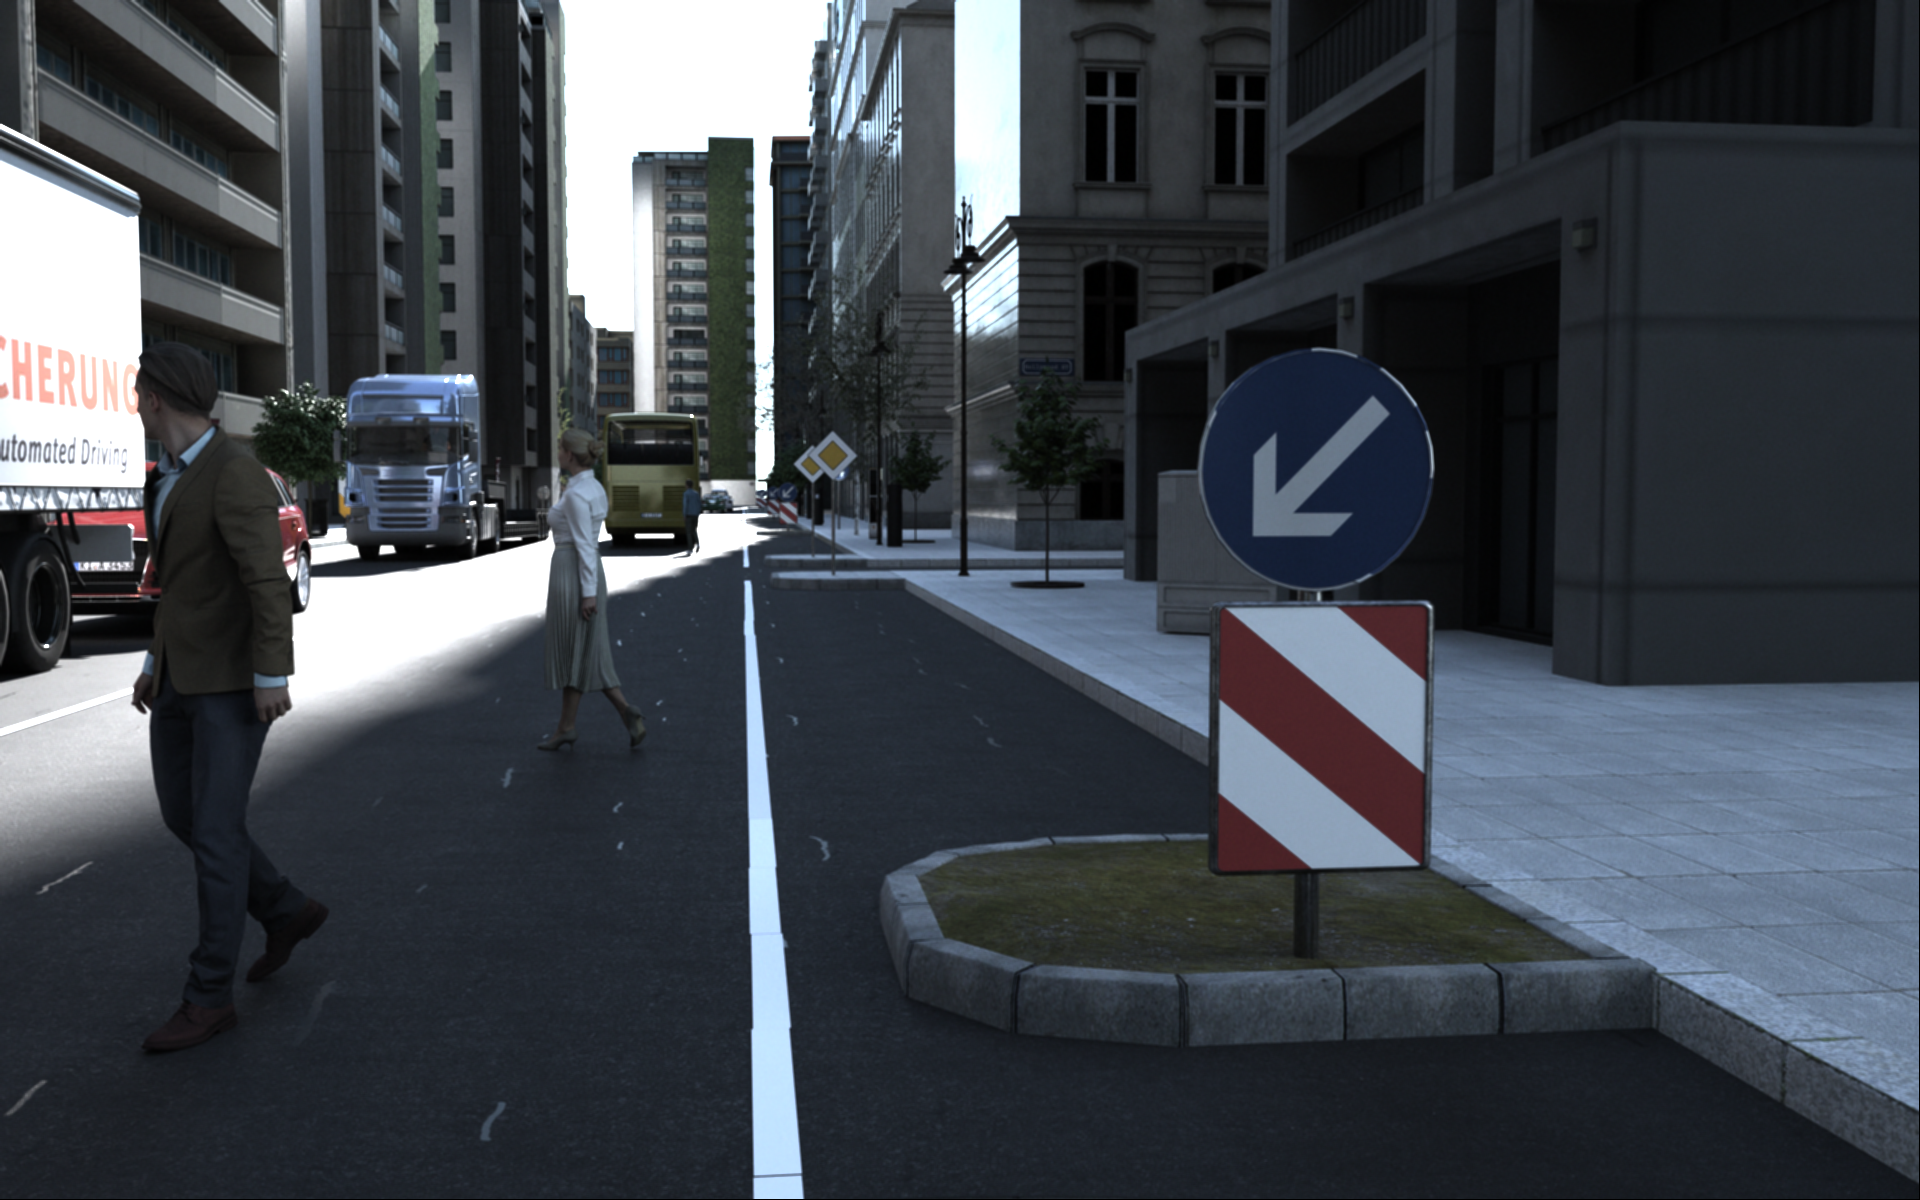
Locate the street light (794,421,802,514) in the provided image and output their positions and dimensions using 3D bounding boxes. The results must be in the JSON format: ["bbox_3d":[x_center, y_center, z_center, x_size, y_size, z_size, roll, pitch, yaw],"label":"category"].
[{"bbox_3d":[-10.234,-8.338,109.117,0.468,5.910,1.993,0,4,-7],"label":"street light"}]

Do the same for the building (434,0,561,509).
[{"bbox_3d":[-30.805,-19.988,98.508,14.160,30.474,14.107,0,4,-7],"label":"building"}]

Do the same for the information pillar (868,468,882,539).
[{"bbox_3d":[-2.414,-2.755,49.541,0.304,2.012,0.304,1,4,22],"label":"information pillar"}]

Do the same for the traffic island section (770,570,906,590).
[{"bbox_3d":[-1.981,-0.313,27.405,2.009,0.180,2.903,0,4,-7],"label":"traffic island section"}]

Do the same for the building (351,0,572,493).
[{"bbox_3d":[-38.917,-27.773,137.680,14.154,41.232,14.086,0,4,-7],"label":"building"}]

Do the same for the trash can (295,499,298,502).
[{"bbox_3d":[-17.791,-2.075,45.585,0.748,1.137,0.748,0,3,0],"label":"trash can"}]

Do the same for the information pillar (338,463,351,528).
[{"bbox_3d":[-23.411,-4.557,65.866,0.183,3.616,0.504,2,4,34],"label":"information pillar"}]

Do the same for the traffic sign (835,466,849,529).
[{"bbox_3d":[-4.396,-3.839,62.877,0.768,2.556,0.104,0,4,-5],"label":"traffic sign"}]

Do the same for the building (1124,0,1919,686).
[{"bbox_3d":[13.880,-35.283,15.136,20.563,71.187,20.611,0,4,-7],"label":"building"}]

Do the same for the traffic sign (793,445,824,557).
[{"bbox_3d":[-2.997,-1.933,35.248,0.795,2.450,0.064,0,4,-7],"label":"traffic sign"}]

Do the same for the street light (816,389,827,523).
[{"bbox_3d":[-6.071,-6.331,76.307,0.468,5.910,1.993,0,4,-7],"label":"street light"}]

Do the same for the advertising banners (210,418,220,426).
[{"bbox_3d":[-17.534,-2.633,39.231,0.090,3.025,2.074,1,4,23],"label":"advertising banners"}]

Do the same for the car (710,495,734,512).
[{"bbox_3d":[-19.103,-7.714,138.483,2.083,1.381,4.827,-1,4,-8],"label":"car"}]

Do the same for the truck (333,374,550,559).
[{"bbox_3d":[-12.830,-3.372,44.889,2.967,4.110,18.799,0,4,-8],"label":"truck"}]

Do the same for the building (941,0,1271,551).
[{"bbox_3d":[17.395,-13.841,45.393,34.723,24.649,14.460,0,4,-7],"label":"building"}]

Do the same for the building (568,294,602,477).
[{"bbox_3d":[-50.760,-19.683,166.857,28.899,21.520,27.650,0,4,-7],"label":"building"}]

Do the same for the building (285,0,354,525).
[{"bbox_3d":[-31.113,-23.970,75.506,14.154,41.232,14.086,0,4,-7],"label":"building"}]

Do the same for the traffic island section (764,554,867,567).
[{"bbox_3d":[-2.975,-0.798,35.328,2.009,0.180,2.903,0,4,-7],"label":"traffic island section"}]

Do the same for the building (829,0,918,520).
[{"bbox_3d":[-0.898,-19.478,95.964,11.434,29.767,29.804,0,4,-7],"label":"building"}]

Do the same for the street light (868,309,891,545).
[{"bbox_3d":[-2.032,-4.324,43.482,0.468,5.910,1.993,0,4,-7],"label":"street light"}]

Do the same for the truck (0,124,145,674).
[{"bbox_3d":[-8.068,-1.316,10.433,2.839,4.237,11.283,0,4,-7],"label":"truck"}]

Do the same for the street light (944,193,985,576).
[{"bbox_3d":[0.061,-3.317,27.014,0.468,5.910,1.993,0,4,-7],"label":"street light"}]

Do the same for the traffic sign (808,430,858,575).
[{"bbox_3d":[-2.003,-1.448,27.325,0.795,2.450,0.064,0,4,-7],"label":"traffic sign"}]

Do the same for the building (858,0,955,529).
[{"bbox_3d":[1.322,-13.606,71.603,9.793,20.994,18.267,0,4,-7],"label":"building"}]

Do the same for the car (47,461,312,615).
[{"bbox_3d":[-8.734,-0.656,19.406,2.281,1.827,5.304,-1,4,-9],"label":"car"}]

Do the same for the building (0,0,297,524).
[{"bbox_3d":[-30.744,-25.642,42.949,21.300,48.544,21.600,0,4,-7],"label":"building"}]

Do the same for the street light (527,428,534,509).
[{"bbox_3d":[-24.736,-7.747,99.446,0.468,5.910,1.993,0,4,-7],"label":"street light"}]

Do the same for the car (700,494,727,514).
[{"bbox_3d":[-17.979,-6.972,125.793,2.131,1.459,4.920,-1,4,-9],"label":"car"}]

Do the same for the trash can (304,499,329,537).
[{"bbox_3d":[-19.352,-2.476,52.137,0.748,1.137,0.748,0,3,0],"label":"trash can"}]

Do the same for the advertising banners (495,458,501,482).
[{"bbox_3d":[-22.844,-5.388,84.282,0.090,3.025,2.074,1,4,14],"label":"advertising banners"}]
